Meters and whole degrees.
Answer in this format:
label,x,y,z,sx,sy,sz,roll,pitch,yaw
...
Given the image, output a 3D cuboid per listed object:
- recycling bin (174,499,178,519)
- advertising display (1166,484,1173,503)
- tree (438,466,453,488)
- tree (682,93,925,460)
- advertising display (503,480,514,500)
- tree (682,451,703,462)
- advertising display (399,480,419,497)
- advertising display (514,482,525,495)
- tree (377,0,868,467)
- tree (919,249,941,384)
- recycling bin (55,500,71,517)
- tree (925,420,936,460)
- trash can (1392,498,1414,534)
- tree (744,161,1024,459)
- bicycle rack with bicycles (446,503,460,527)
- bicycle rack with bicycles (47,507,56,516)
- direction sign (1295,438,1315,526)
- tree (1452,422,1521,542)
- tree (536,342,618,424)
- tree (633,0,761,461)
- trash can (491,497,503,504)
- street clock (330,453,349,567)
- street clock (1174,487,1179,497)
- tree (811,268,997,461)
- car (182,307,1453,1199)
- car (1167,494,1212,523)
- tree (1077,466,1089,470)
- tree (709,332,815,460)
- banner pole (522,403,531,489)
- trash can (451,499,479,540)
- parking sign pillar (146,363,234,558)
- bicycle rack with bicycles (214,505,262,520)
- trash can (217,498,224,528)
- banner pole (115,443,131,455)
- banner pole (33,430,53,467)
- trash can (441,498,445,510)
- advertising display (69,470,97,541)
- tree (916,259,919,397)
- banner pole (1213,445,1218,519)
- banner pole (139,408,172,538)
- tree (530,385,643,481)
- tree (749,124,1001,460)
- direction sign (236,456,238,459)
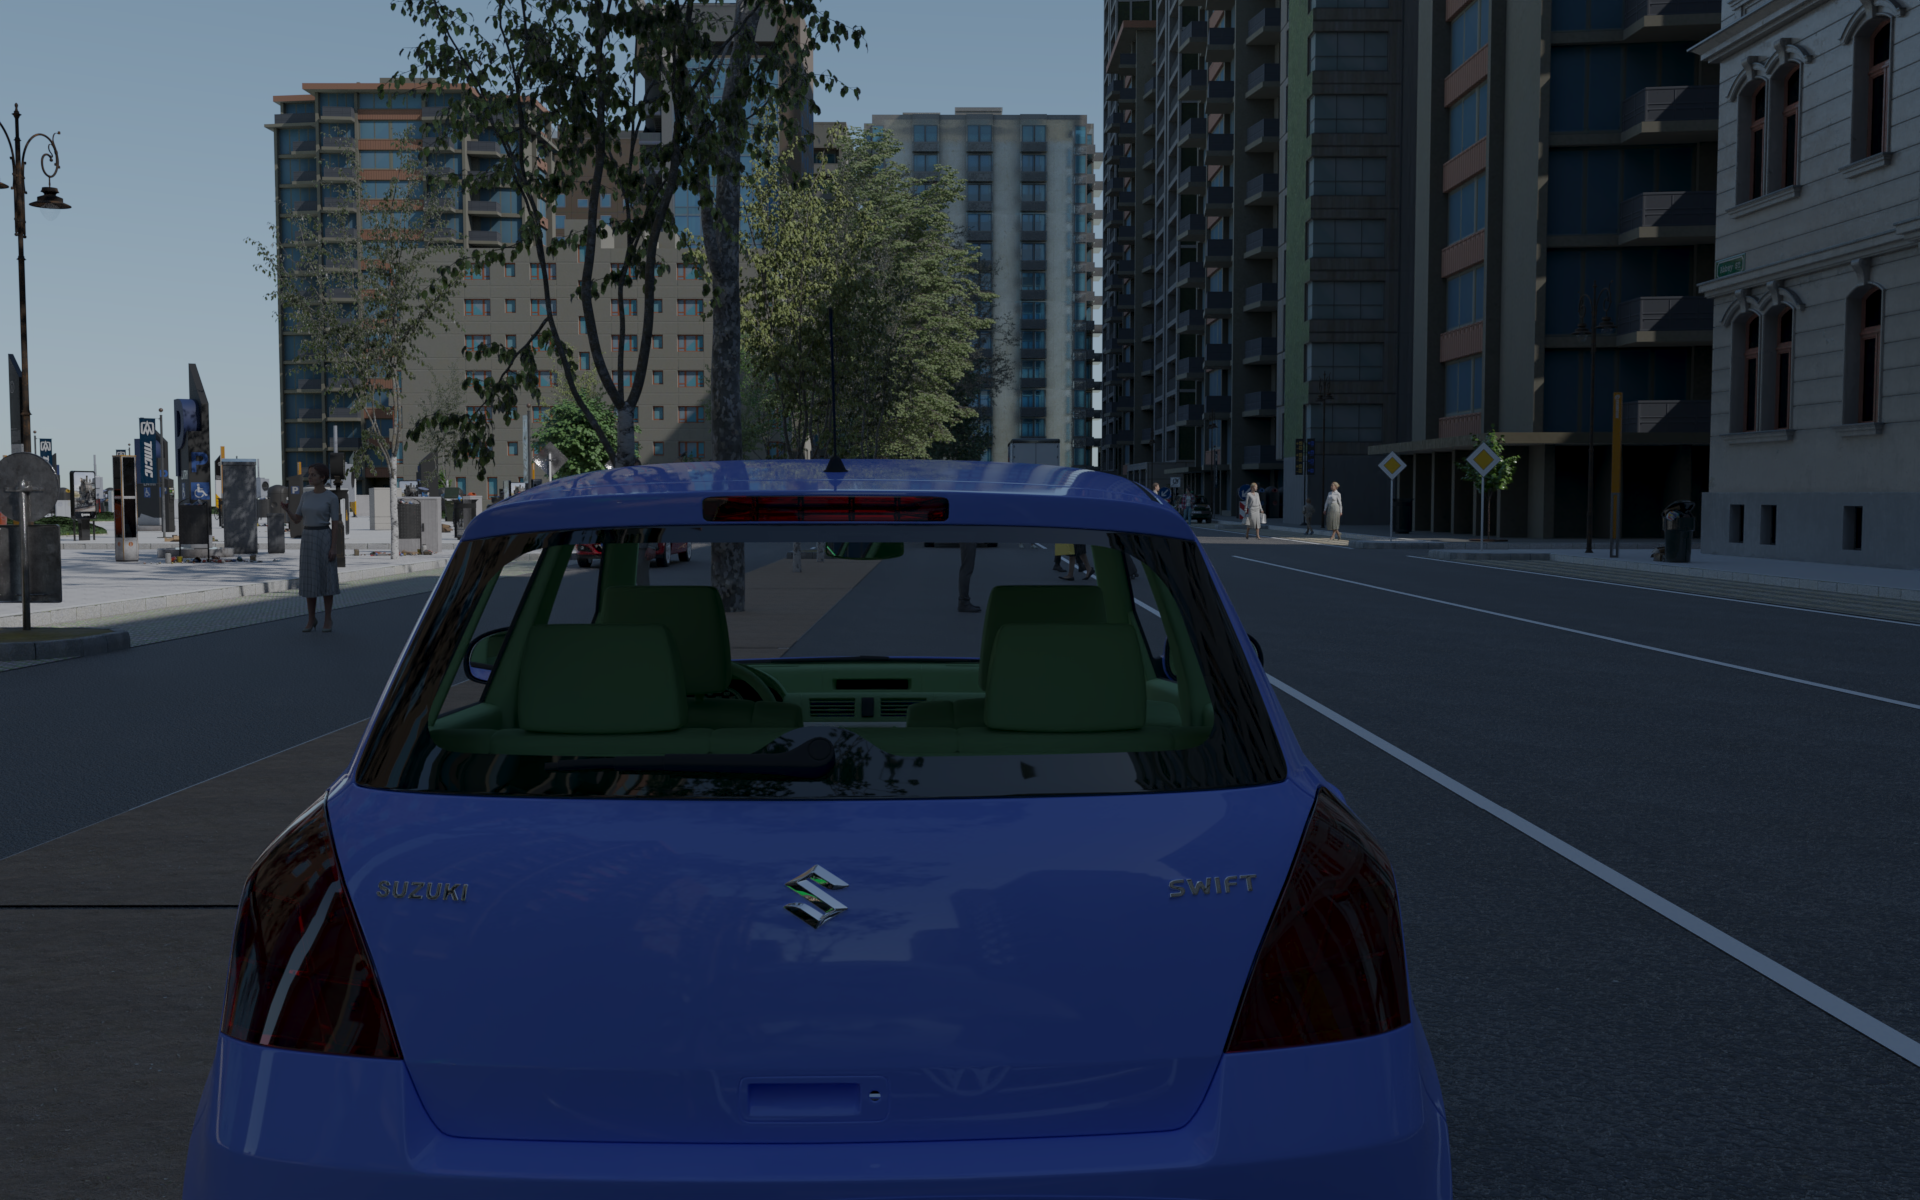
label,x,y,z,sx,sy,sz,roll,pitch,yaw
recycling bin,-40.623,-4.718,89.687,0.722,1.027,0.722,-2,4,-26
advertising display,13.241,-6.374,109.421,0.123,1.923,0.974,-1,4,-12
tree,-35.319,-7.564,118.273,1.663,3.219,1.824,0,3,0
tree,-2.923,-4.783,31.024,4.737,8.622,4.395,0,3,0
advertising display,-21.295,-4.664,81.477,0.123,1.923,0.974,-2,4,-31
tree,-11.737,-5.006,76.455,1.663,3.219,1.824,0,3,0
advertising display,-25.530,-4.592,80.293,0.974,1.923,0.123,1,4,8
advertising display,-23.929,-5.415,93.756,0.974,1.923,0.123,-1,4,-23
tree,-2.367,-3.625,12.082,4.360,8.622,3.978,0,3,0
tree,-2.522,-5.802,47.683,4.360,8.622,3.978,0,3,0
recycling bin,-36.403,-3.548,70.563,0.722,1.027,0.722,-1,4,-21
tree,-2.757,-7.359,73.141,4.737,8.622,4.395,0,3,0
trash can,14.291,-2.709,55.945,0.748,1.137,0.748,0,3,0
tree,-2.750,-9.234,63.807,12.009,13.543,11.850,0,3,0
bicycle rack with bicycles,-20.076,-3.315,67.586,2.852,0.926,2.925,0,4,-7
bicycle rack with bicycles,-53.773,-5.398,101.647,2.852,0.926,2.925,0,4,-8
direction sign,14.062,-4.810,70.637,0.876,3.537,0.379,3,5,41
tree,14.379,-3.193,46.805,1.663,3.219,1.824,0,3,0
tree,-18.224,-8.132,83.328,4.737,8.622,4.395,0,3,0
tree,-4.040,-9.965,21.274,12.611,20.169,13.585,0,3,0
trash can,-24.396,-4.874,91.349,0.748,1.137,0.748,0,3,0
street clock,-10.870,-1.573,30.295,0.358,2.002,0.471,-1,4,-16
street clock,13.234,-6.204,106.005,0.358,2.002,0.471,0,4,7
tree,-2.883,-10.517,91.425,9.611,12.733,9.660,0,3,0
car,-0.220,0.352,3.835,1.945,1.707,3.694,0,4,-2
car,11.266,-4.609,85.143,2.009,1.686,4.222,0,4,-1
tree,13.633,-13.142,198.580,4.285,4.588,4.351,0,3,0
tree,-11.768,-11.030,106.095,9.928,11.665,9.643,0,3,0
banner pole,-12.015,-3.552,48.093,0.401,3.779,0.863,-2,4,-29
trash can,-13.809,-2.244,48.340,0.748,1.137,0.748,0,3,0
parking sign pillar,-15.570,-2.857,35.177,1.447,3.967,1.447,-2,4,-33
bicycle rack with bicycles,-35.084,-4.386,85.086,2.852,0.926,2.925,-3,4,-38
trash can,-27.491,-3.262,64.989,0.748,1.137,0.748,0,3,0
banner pole,-41.206,-5.840,85.503,0.863,3.779,0.401,-1,4,-11
banner pole,-36.189,-4.789,68.314,0.401,3.779,0.863,3,5,41
trash can,-28.965,-5.221,97.017,0.748,1.137,0.748,0,3,0
advertising display,-24.148,-2.599,47.711,0.123,1.923,0.974,0,4,8
tree,-2.949,-5.110,36.361,4.360,8.622,3.978,0,3,0
banner pole,13.094,-6.040,88.764,0.401,3.779,0.863,1,4,22
banner pole,-23.372,-3.684,50.250,0.401,3.779,0.863,3,5,44
tree,-11.351,-4.175,51.981,4.285,4.588,4.351,0,3,0
tree,-2.627,-8.134,53.574,7.486,12.596,7.792,0,3,0
direction sign,-42.932,-6.784,102.909,0.379,3.537,0.876,-2,4,-26
